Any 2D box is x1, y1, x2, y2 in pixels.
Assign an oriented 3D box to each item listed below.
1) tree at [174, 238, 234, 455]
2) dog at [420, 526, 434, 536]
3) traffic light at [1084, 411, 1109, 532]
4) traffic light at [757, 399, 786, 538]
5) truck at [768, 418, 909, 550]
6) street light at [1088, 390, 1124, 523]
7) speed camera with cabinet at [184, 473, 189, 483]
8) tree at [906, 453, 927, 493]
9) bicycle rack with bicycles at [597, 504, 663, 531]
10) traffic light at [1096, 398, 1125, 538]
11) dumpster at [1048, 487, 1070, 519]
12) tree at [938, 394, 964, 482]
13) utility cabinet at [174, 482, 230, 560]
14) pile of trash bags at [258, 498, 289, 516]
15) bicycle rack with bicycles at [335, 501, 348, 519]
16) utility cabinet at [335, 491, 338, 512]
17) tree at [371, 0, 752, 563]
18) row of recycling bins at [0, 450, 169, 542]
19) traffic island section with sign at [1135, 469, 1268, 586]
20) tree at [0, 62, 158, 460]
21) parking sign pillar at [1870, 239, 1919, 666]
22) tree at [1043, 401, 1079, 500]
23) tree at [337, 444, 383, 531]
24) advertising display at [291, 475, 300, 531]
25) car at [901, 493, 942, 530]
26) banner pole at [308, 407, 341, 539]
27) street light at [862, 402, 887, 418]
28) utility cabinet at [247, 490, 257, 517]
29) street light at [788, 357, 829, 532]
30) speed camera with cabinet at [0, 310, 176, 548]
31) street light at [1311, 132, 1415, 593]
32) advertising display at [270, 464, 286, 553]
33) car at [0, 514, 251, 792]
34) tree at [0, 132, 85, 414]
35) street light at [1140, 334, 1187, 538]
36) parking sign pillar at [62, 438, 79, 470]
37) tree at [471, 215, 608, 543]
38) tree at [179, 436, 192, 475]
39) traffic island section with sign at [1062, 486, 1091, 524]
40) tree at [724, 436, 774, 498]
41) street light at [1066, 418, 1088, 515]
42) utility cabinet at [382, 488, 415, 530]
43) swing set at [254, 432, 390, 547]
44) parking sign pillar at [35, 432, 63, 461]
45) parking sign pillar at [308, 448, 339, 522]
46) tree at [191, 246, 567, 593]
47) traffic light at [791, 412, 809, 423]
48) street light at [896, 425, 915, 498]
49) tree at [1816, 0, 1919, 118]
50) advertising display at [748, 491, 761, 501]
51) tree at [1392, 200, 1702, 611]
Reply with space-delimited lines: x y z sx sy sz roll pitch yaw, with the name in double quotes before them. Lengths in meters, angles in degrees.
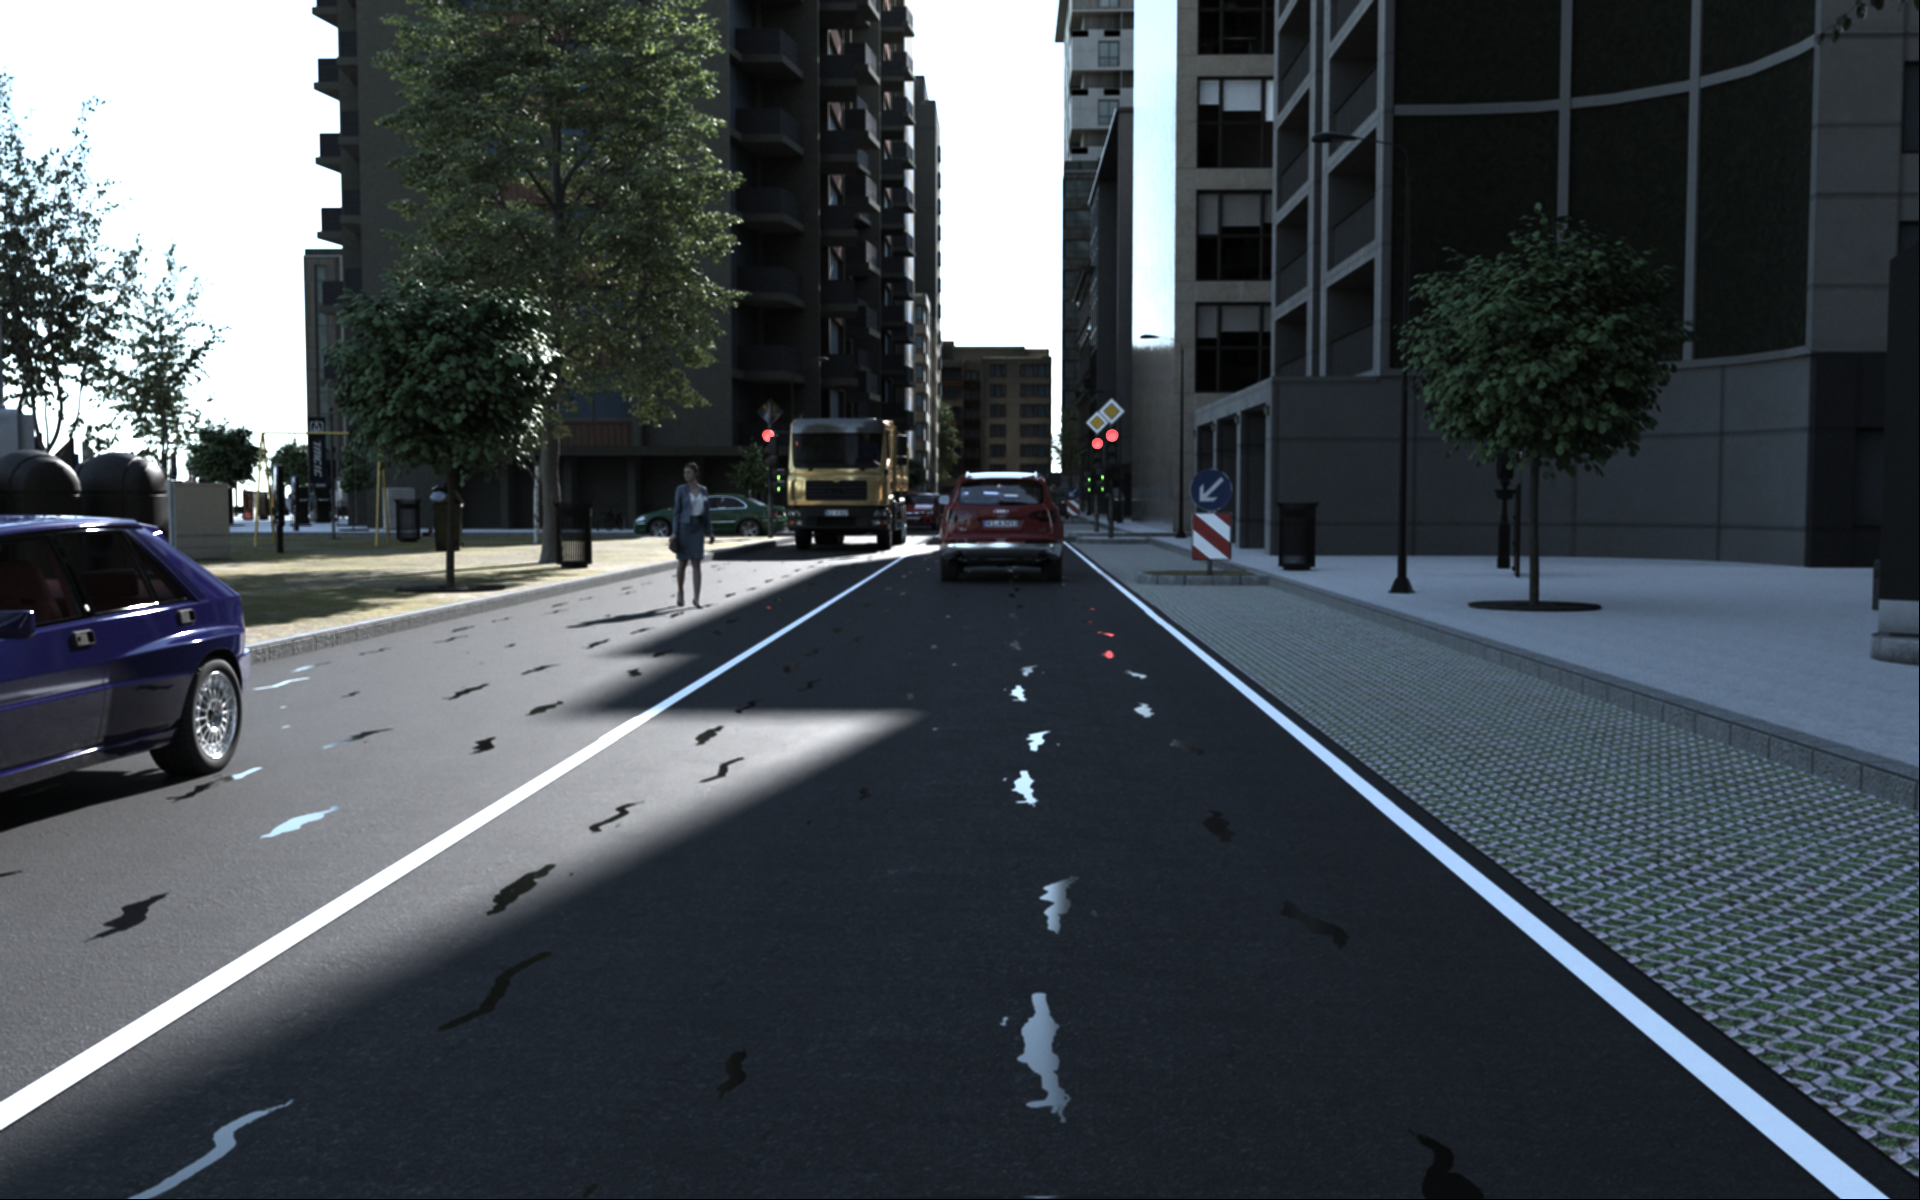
"tree" -22.786 -6.017 48.746 4.737 8.622 4.395 0 3 0
"dog" -17.379 -2.223 56.540 0.550 0.427 0.748 -3 5 -40
"traffic light" 4.610 -4.261 58.586 0.839 4.253 0.868 0 4 1
"traffic light" -5.557 -3.788 50.847 0.839 4.253 0.868 0 4 1
"truck" -2.943 -3.119 46.913 3.469 3.379 9.791 0 4 2
"street light" 6.610 -6.404 77.241 1.470 5.913 1.316 0 4 1
"speed camera with cabinet" -50.264 -7.154 111.308 2.038 3.252 0.660 -2 4 -26
"tree" -4.182 -9.115 132.742 4.285 4.588 4.351 0 3 0
"bicycle rack with bicycles" -11.427 -2.899 60.776 2.852 0.926 2.925 0 4 5
"traffic light" 4.401 -3.773 50.604 0.839 4.253 0.868 0 4 1
"dumpster" 5.403 -5.575 99.366 1.865 1.857 1.264 0 4 3
"tree" -3.273 -16.238 183.618 7.486 12.596 7.792 0 3 0
"utility cabinet" -14.788 -1.523 33.587 0.318 1.500 1.173 2 4 32
"pile of trash bags" -40.808 -5.754 103.829 3.447 1.369 1.912 -3 4 -39
"bicycle rack with bicycles" -31.009 -4.609 88.734 2.852 0.926 2.925 1 4 16
"utility cabinet" -39.768 -6.297 111.627 1.173 1.500 0.318 1 4 8
"tree" -7.391 -6.986 32.353 7.486 12.596 7.792 0 3 0
"row of recycling bins" -8.988 -0.540 15.943 1.069 1.692 3.534 2 4 34
"traffic island section with sign" 3.847 -1.179 27.911 1.989 1.847 2.006 0 4 1
"tree" -15.599 -4.836 29.431 4.360 8.622 3.978 0 3 0
"parking sign pillar" 7.800 -1.511 13.171 1.447 3.967 1.447 -3 5 -42
"tree" 9.811 -11.710 141.823 4.737 8.622 4.395 0 3 0
"tree" -21.172 -4.015 60.239 1.663 3.219 1.824 0 3 0
"advertising display" -23.218 -3.382 60.503 0.123 1.923 0.974 -2 4 -30
"car" -1.713 -3.754 70.423 2.155 1.783 4.494 0 4 3
"banner pole" -18.214 -3.643 49.578 0.863 3.779 0.401 -1 4 -20
"street light" -4.418 -7.057 87.923 1.470 5.913 1.316 0 4 1
"utility cabinet" -39.498 -5.373 96.524 0.318 1.500 1.173 0 4 0
"street light" -5.155 -5.290 59.040 1.470 5.913 1.316 0 4 1
"speed camera with cabinet" -9.849 -1.520 19.193 2.038 3.252 0.660 -2 4 -30
"street light" 5.209 -3.048 22.383 1.470 5.913 1.316 0 4 1
"advertising display" -14.968 -2.009 38.057 0.123 1.923 0.974 -2 4 -28
"car" -4.729 0.303 7.632 1.945 1.354 3.894 0 4 3
"tree" -19.691 -5.235 35.957 4.737 8.622 4.395 0 3 0
"street light" 5.928 -4.771 50.551 1.470 5.913 1.316 0 4 1
"parking sign pillar" -42.843 -5.785 83.053 1.447 3.967 1.447 1 4 22
"tree" -11.100 -5.790 45.029 4.360 8.622 3.978 0 3 0
"tree" -29.638 -5.271 69.900 4.285 4.588 4.351 0 3 0
"traffic island section with sign" 5.310 -4.584 83.574 1.989 1.847 2.006 0 4 1
"tree" -6.887 -3.865 57.802 1.663 3.219 1.824 0 3 0
"street light" 7.312 -8.127 105.409 1.470 5.913 1.316 0 4 1
"utility cabinet" -19.640 -3.180 60.674 0.318 1.500 1.173 2 4 32
"swing set" -15.981 -2.825 43.809 3.119 2.851 2.862 -1 4 -12
"parking sign pillar" -40.695 -5.356 76.040 1.447 3.967 1.447 1 4 16
"parking sign pillar" -30.028 -5.688 81.467 1.447 3.967 1.447 2 4 30
"tree" -6.868 -2.406 23.050 4.285 4.588 4.351 0 3 0
"traffic light" -5.348 -4.276 58.830 0.839 4.253 0.868 0 4 1
"street light" -3.702 -8.799 116.407 1.470 5.913 1.316 0 4 1
"tree" 6.130 -3.533 8.133 4.360 8.622 3.978 0 3 0
"advertising display" -7.279 -3.430 61.286 0.123 1.923 0.974 -2 4 -27
"tree" 6.587 -2.189 19.509 4.285 4.588 4.351 0 3 0
